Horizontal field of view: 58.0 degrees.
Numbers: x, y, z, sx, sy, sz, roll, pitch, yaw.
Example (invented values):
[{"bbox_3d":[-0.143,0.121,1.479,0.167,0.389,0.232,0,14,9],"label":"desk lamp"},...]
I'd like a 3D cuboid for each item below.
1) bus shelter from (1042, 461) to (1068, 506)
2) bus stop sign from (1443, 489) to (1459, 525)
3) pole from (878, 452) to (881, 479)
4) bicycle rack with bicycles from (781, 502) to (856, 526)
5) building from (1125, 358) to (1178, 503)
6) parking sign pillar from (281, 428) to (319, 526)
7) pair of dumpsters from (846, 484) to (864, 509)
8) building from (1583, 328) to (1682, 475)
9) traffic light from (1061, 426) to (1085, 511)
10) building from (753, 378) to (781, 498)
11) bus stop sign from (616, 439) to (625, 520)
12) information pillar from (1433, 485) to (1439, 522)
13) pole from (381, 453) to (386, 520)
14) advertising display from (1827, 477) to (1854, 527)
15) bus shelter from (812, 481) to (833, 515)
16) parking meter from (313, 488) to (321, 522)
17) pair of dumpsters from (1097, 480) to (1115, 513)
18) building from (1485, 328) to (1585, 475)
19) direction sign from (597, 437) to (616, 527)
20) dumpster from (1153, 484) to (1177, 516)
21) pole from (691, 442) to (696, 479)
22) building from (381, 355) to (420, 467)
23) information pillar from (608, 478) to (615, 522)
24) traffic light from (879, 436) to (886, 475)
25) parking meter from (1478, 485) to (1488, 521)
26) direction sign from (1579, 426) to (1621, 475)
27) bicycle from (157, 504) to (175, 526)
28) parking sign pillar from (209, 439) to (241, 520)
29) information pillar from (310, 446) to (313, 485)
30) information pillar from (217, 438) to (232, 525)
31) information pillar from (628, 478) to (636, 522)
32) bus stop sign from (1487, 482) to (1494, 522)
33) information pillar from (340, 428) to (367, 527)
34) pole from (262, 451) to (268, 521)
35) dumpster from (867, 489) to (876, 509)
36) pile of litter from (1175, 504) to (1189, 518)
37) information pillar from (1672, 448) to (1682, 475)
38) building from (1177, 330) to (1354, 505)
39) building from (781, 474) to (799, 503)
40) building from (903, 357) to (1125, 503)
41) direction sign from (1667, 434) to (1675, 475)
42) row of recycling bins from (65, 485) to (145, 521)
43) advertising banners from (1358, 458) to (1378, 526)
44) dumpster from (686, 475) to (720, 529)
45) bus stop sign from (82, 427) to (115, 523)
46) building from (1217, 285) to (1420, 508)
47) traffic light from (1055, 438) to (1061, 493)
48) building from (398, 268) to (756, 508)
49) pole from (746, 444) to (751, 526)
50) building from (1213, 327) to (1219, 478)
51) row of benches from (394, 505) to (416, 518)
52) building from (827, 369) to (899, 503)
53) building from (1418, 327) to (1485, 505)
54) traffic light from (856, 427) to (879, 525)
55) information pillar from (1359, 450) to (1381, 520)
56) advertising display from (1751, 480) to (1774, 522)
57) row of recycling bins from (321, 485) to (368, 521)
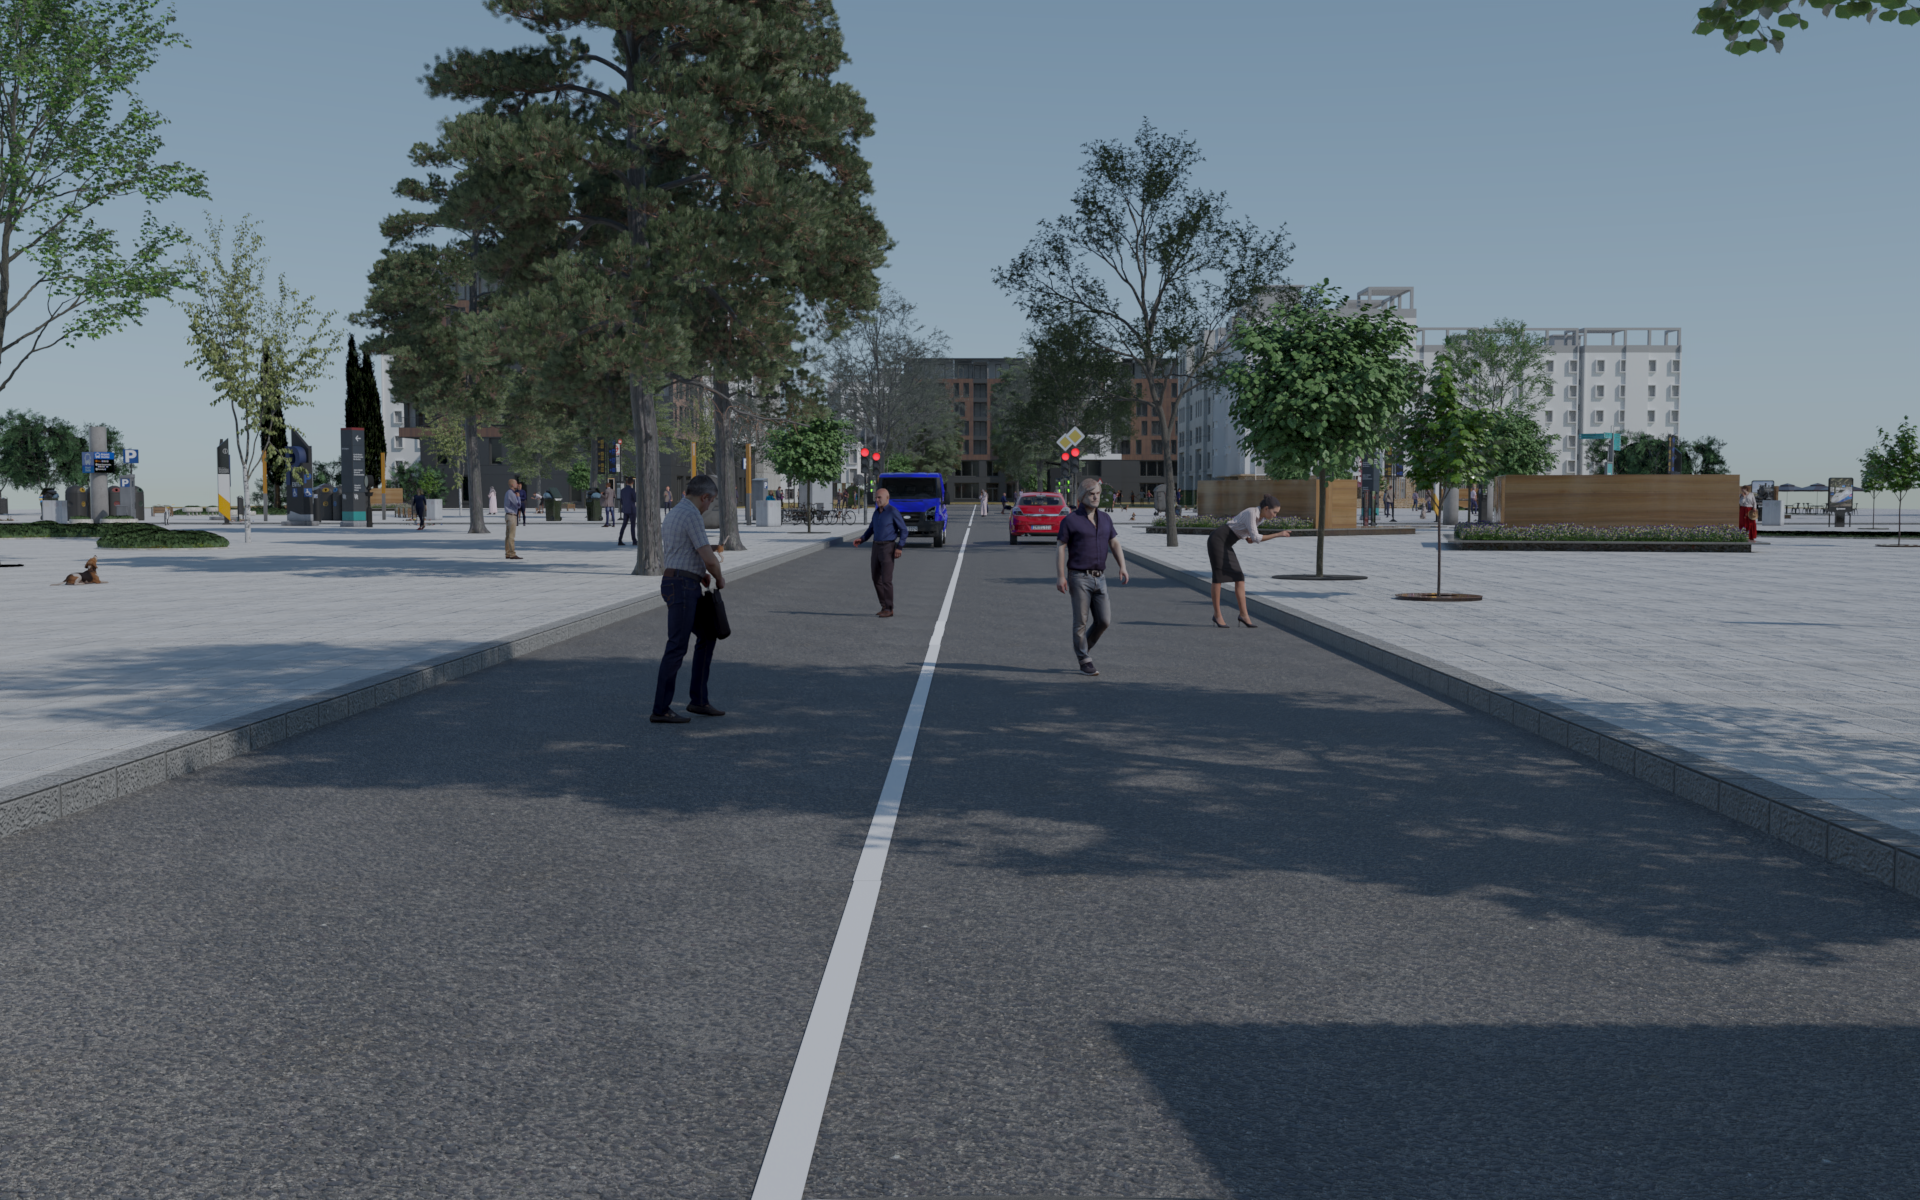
[{"bbox_3d":[6.934,-8.237,125.951,1.731,3.624,6.357,0,4,1],"label":"bus shelter"},{"bbox_3d":[20.205,-5.029,71.241,0.837,3.901,0.837,-1,4,-15],"label":"bus stop sign"},{"bbox_3d":[-3.950,-5.530,84.262,0.158,3.312,0.155,0,3,0],"label":"pole"},{"bbox_3d":[-6.047,-3.508,70.744,2.925,0.926,2.852,3,5,45],"label":"bicycle rack with bicycles"},{"bbox_3d":[40.445,-26.082,270.416,32.646,21.610,27.936,0,4,1],"label":"building"},{"bbox_3d":[-26.747,-4.992,70.090,1.447,3.967,1.447,3,5,39],"label":"parking sign pillar"},{"bbox_3d":[-9.133,-9.077,150.899,1.574,2.255,4.436,0,4,1],"label":"pair of dumpsters"},{"bbox_3d":[75.680,-21.190,202.870,11.380,20.091,16.016,0,4,1],"label":"building"},{"bbox_3d":[4.690,-5.004,71.059,0.839,4.213,0.868,0,4,1],"label":"traffic light"},{"bbox_3d":[-37.783,-20.616,203.531,31.486,18.905,16.747,0,4,1],"label":"building"},{"bbox_3d":[-16.637,-5.832,84.053,0.416,3.939,0.855,2,4,33],"label":"bus stop sign"},{"bbox_3d":[21.667,-5.340,78.663,0.183,3.616,0.504,3,4,39],"label":"information pillar"},{"bbox_3d":[-28.552,-5.623,85.772,0.158,3.312,0.155,0,3,0],"label":"pole"},{"bbox_3d":[34.011,-3.774,66.914,0.974,1.923,0.123,0,4,-6],"label":"advertising display"},{"bbox_3d":[-8.532,-7.022,108.740,2.014,3.302,5.546,0,4,0],"label":"bus shelter"},{"bbox_3d":[-29.168,-4.288,78.527,0.372,1.533,0.369,0,3,0],"label":"parking meter"},{"bbox_3d":[9.993,-7.286,121.623,1.574,2.255,4.436,0,4,1],"label":"pair of dumpsters"},{"bbox_3d":[64.303,-21.214,203.264,11.380,20.091,16.016,0,4,1],"label":"building"},{"bbox_3d":[-13.956,-4.679,68.499,0.876,3.537,0.379,2,4,24],"label":"direction sign"},{"bbox_3d":[12.113,-5.907,102.341,1.264,1.857,1.865,0,4,1],"label":"dumpster"},{"bbox_3d":[-10.481,-4.544,68.137,0.158,3.312,0.155,0,3,0],"label":"pole"},{"bbox_3d":[-60.125,-21.294,204.568,11.380,20.091,16.016,0,4,1],"label":"building"},{"bbox_3d":[-16.263,-4.660,80.676,0.304,2.012,0.304,-1,4,-19],"label":"information pillar"},{"bbox_3d":[-3.783,-5.497,79.121,0.839,4.213,0.868,0,4,1],"label":"traffic light"},{"bbox_3d":[21.669,-4.041,71.775,0.255,1.863,0.399,-1,4,-9],"label":"parking meter"},{"bbox_3d":[24.944,-4.838,67.861,1.411,3.948,2.525,2,4,34],"label":"direction sign"},{"bbox_3d":[-32.398,-3.518,70.738,0.635,0.972,1.543,-1,4,-19],"label":"bicycle"},{"bbox_3d":[-36.214,-5.917,85.210,1.447,3.967,1.447,-2,4,-29],"label":"parking sign pillar"},{"bbox_3d":[-32.007,-5.701,84.524,0.184,3.620,1.656,-3,5,-44],"label":"information pillar"},{"bbox_3d":[-30.658,-4.940,72.131,0.183,3.616,0.504,3,5,43],"label":"information pillar"},{"bbox_3d":[-15.186,-4.622,80.059,0.304,2.012,0.304,2,4,25],"label":"information pillar"},{"bbox_3d":[23.779,-5.456,78.226,0.837,3.901,0.837,-2,4,-33],"label":"bus stop sign"},{"bbox_3d":[-23.747,-4.795,67.778,0.750,3.857,0.750,2,4,28],"label":"information pillar"},{"bbox_3d":[-32.634,-5.350,81.313,0.158,3.312,0.155,0,3,0],"label":"pole"},{"bbox_3d":[-7.256,-8.364,142.511,1.264,1.857,1.865,0,4,0],"label":"dumpster"},{"bbox_3d":[10.170,-3.982,79.071,1.176,0.858,1.719,2,4,34],"label":"pile of litter"},{"bbox_3d":[34.213,-5.594,82.816,0.504,3.616,0.183,3,5,43],"label":"information pillar"},{"bbox_3d":[34.709,-20.094,194.987,16.747,18.905,31.486,0,4,1],"label":"building"},{"bbox_3d":[-34.693,-19.572,262.148,28.070,9.664,9.099,0,4,1],"label":"building"},{"bbox_3d":[7.796,-26.078,270.347,32.646,21.610,27.936,0,4,1],"label":"building"},{"bbox_3d":[27.032,-4.520,65.899,0.379,3.537,0.876,2,4,35],"label":"direction sign"},{"bbox_3d":[-40.861,-4.625,82.738,1.069,1.692,3.534,3,5,41],"label":"row of recycling bins"},{"bbox_3d":[15.842,-4.359,67.465,0.090,3.025,2.074,2,4,35],"label":"advertising banners"},{"bbox_3d":[-7.571,-2.855,52.439,1.264,1.857,1.865,0,4,1],"label":"dumpster"},{"bbox_3d":[-33.741,-4.822,67.852,0.837,3.901,0.837,2,4,33],"label":"bus stop sign"},{"bbox_3d":[33.246,-18.703,162.212,16.016,20.091,11.380,0,4,1],"label":"building"},{"bbox_3d":[4.778,-5.492,79.044,0.839,4.213,0.868,0,4,1],"label":"traffic light"},{"bbox_3d":[-36.237,-20.008,171.097,27.936,21.610,32.646,0,4,1],"label":"building"},{"bbox_3d":[-8.594,-4.683,70.416,0.158,3.312,0.155,0,3,0],"label":"pole"},{"bbox_3d":[33.675,-19.397,173.567,16.016,20.091,11.380,0,4,1],"label":"building"},{"bbox_3d":[-30.050,-4.812,94.145,1.422,0.672,4.104,-2,4,-28],"label":"row of benches"},{"bbox_3d":[-14.330,-25.022,265.527,11.380,20.091,16.016,0,4,1],"label":"building"},{"bbox_3d":[52.916,-21.178,202.677,11.380,20.091,16.016,0,4,1],"label":"building"},{"bbox_3d":[-3.871,-5.009,71.136,0.839,4.213,0.868,0,4,1],"label":"traffic light"},{"bbox_3d":[20.057,-5.823,84.589,0.750,3.857,0.750,3,5,41],"label":"information pillar"},{"bbox_3d":[37.359,-4.613,80.642,0.974,1.923,0.123,1,4,18],"label":"advertising display"},{"bbox_3d":[-29.375,-4.632,82.844,3.534,1.692,1.069,3,5,40],"label":"row of recycling bins"}]
